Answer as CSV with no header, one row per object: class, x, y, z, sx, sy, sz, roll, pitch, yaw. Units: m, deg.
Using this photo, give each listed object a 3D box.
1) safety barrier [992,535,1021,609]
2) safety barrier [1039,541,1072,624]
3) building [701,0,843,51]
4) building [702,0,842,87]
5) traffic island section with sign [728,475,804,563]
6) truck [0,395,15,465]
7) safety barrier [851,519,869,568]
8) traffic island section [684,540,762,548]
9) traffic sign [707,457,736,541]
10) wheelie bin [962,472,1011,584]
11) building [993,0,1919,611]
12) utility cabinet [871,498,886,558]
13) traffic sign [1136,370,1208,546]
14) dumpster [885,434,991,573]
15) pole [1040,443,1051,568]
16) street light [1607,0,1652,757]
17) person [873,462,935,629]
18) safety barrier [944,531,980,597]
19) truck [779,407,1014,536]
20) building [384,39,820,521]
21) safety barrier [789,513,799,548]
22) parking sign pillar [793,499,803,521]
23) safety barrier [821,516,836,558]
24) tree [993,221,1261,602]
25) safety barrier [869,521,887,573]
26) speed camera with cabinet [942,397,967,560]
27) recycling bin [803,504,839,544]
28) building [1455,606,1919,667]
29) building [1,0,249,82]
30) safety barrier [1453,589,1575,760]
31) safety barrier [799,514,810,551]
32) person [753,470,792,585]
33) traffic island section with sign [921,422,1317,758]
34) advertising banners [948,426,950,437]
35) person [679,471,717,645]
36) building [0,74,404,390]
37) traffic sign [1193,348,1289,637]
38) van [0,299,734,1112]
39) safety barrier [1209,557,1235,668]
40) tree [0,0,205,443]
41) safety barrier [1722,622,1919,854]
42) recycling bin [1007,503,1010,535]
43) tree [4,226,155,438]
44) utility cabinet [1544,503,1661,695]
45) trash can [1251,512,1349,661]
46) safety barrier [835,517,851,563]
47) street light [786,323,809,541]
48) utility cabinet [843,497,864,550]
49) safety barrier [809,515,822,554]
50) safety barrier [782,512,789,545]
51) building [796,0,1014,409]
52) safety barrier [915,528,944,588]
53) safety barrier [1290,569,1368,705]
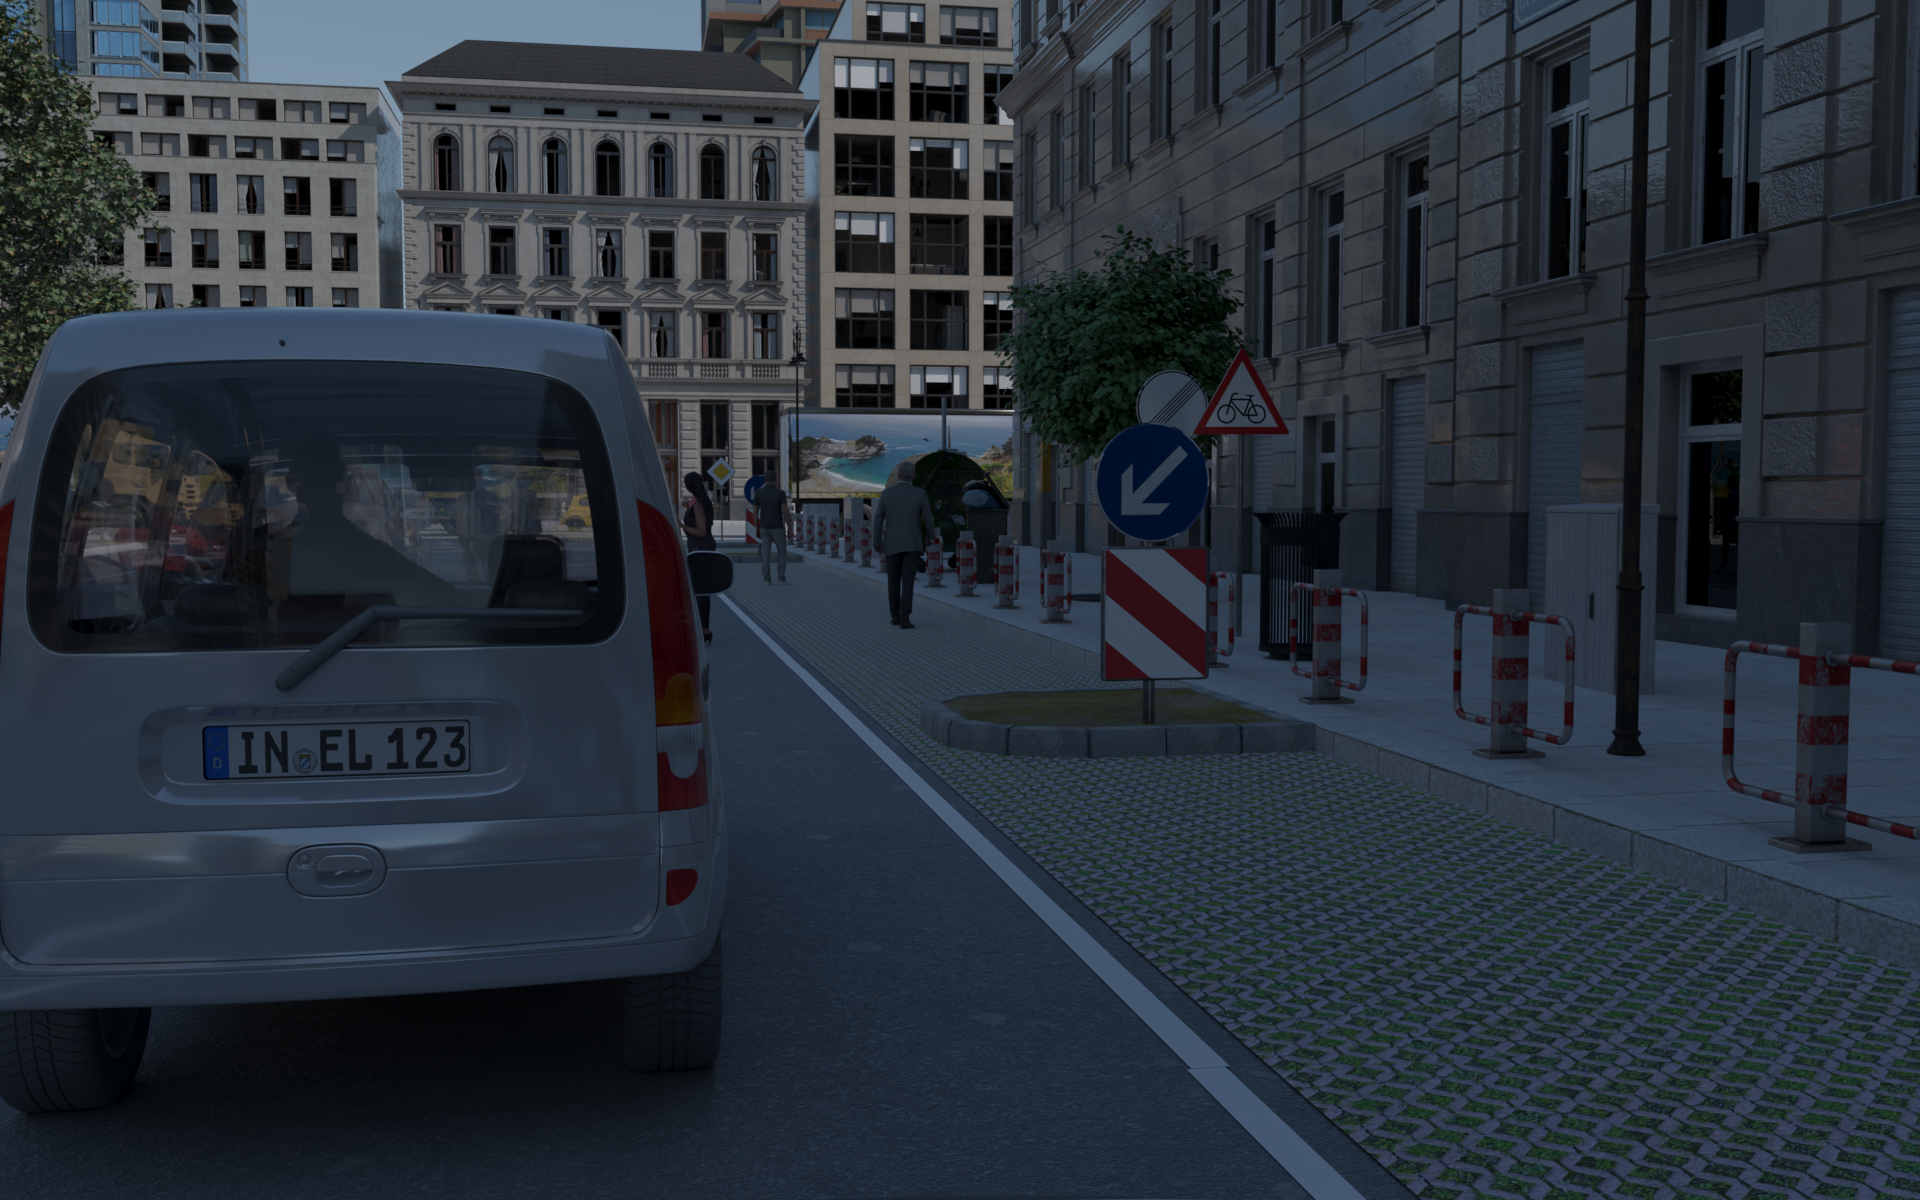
safety barrier,0.518,-0.313,19.392,0.300,0.817,1.120,-1,4,-11
safety barrier,0.948,-0.179,17.208,0.300,0.817,1.120,-1,4,-11
building,-17.288,-39.494,187.723,21.231,58.520,28.212,-1,4,-11
building,-12.424,-30.887,159.625,22.147,44.769,28.867,-1,4,-11
traffic island section with sign,-4.416,-1.721,36.770,1.989,1.847,2.006,-1,4,-11
truck,-27.396,-3.721,49.752,11.283,4.237,2.839,-1,4,-11
safety barrier,-1.647,-0.982,30.328,0.300,0.817,1.120,-1,4,-11
traffic island section,-6.434,-1.510,46.977,2.009,0.180,2.903,-1,4,-11
traffic sign,-6.456,-2.645,46.895,0.795,2.450,0.064,-1,4,-11
wheelie bin,0.382,-1.039,24.902,0.693,1.594,0.980,0,4,2
building,9.140,-14.382,32.413,12.463,27.353,25.104,-1,4,-11
utility cabinet,-1.394,-1.419,34.357,0.306,1.237,1.020,-2,4,-33
traffic sign,2.172,-1.087,17.876,0.768,2.556,0.104,-1,4,-10
dumpster,-0.376,-1.615,28.892,1.502,2.255,1.985,-1,4,-11
pole,1.479,-2.207,29.934,0.158,3.312,0.155,0,3,0
street light,3.289,-2.176,8.373,0.468,5.910,1.993,-1,4,-11
person,-0.597,-0.594,18.617,0.661,1.777,0.834,0,4,1
safety barrier,0.083,-0.447,21.588,0.300,0.817,1.120,-1,4,-11
truck,-0.276,-4.229,58.050,11.283,4.237,2.839,-1,4,-12
building,-17.537,-15.770,86.714,19.941,23.489,11.050,-1,4,-11
safety barrier,-3.815,-1.651,41.266,0.300,0.817,1.120,-1,4,-11
parking sign pillar,-7.432,-5.700,81.675,1.447,3.967,1.447,1,4,19
safety barrier,-2.513,-1.249,34.697,0.300,0.817,1.120,-1,4,-11
tree,2.048,-2.286,21.086,4.285,4.588,4.351,0,3,0
safety barrier,-1.214,-0.848,28.138,0.300,0.817,1.120,-1,4,-11
speed camera with cabinet,-0.199,-2.469,34.701,0.660,3.252,2.038,0,4,5
recycling bin,-3.585,-1.964,44.673,0.722,1.027,0.722,2,4,24
building,13.244,-12.861,7.535,12.463,27.353,25.104,-1,4,-11
building,-72.319,-50.961,145.886,22.319,86.520,31.000,-1,4,-11
safety barrier,2.684,0.356,8.450,0.300,0.817,1.120,-1,4,-11
safety barrier,-3.376,-1.517,39.071,0.300,0.817,1.120,-1,4,-11
person,-2.922,-1.133,27.153,0.598,1.807,0.434,1,4,21
traffic island section with sign,0.816,-0.104,10.325,1.989,1.847,2.006,-1,4,-11
advertising banners,-0.355,-3.006,45.333,0.090,3.025,2.074,0,4,-4
person,-2.541,-0.396,16.445,0.415,1.643,0.593,-3,5,-41
building,-36.117,-13.979,83.305,16.860,20.320,10.420,-1,4,-11
traffic sign,2.508,-0.950,15.531,0.884,2.594,0.081,0,4,-8
van,-1.685,0.092,5.505,2.013,2.044,4.112,-1,4,-12
safety barrier,1.822,0.089,12.818,0.300,0.817,1.120,-1,4,-11
tree,-20.161,-7.009,34.068,9.611,12.733,9.660,0,3,0
safety barrier,3.119,0.490,6.261,0.300,0.817,1.120,-1,4,-11
recycling bin,1.095,-2.140,47.550,0.722,1.027,0.722,2,4,31
tree,-21.875,-5.479,42.398,4.360,8.622,3.978,0,3,0
utility cabinet,4.247,-0.023,11.536,0.306,1.237,1.020,0,4,-6
trash can,2.643,-0.112,13.491,0.748,1.137,0.748,0,3,0
safety barrier,-2.077,-1.115,32.512,0.300,0.817,1.120,-1,4,-11
street light,-4.401,-4.533,46.894,0.468,5.910,1.993,-1,4,-11
utility cabinet,-2.465,-1.779,40.241,0.306,1.237,1.020,-1,4,-14
safety barrier,-2.947,-1.383,36.887,0.300,0.817,1.120,-1,4,-11
safety barrier,-4.246,-1.784,43.449,0.300,0.817,1.120,-1,4,-11
building,8.016,-17.882,96.882,34.151,26.468,19.350,-1,4,-11
safety barrier,-0.350,-0.581,23.771,0.300,0.817,1.120,-1,4,-11
safety barrier,2.254,0.223,10.633,0.300,0.817,1.120,-1,4,-11
